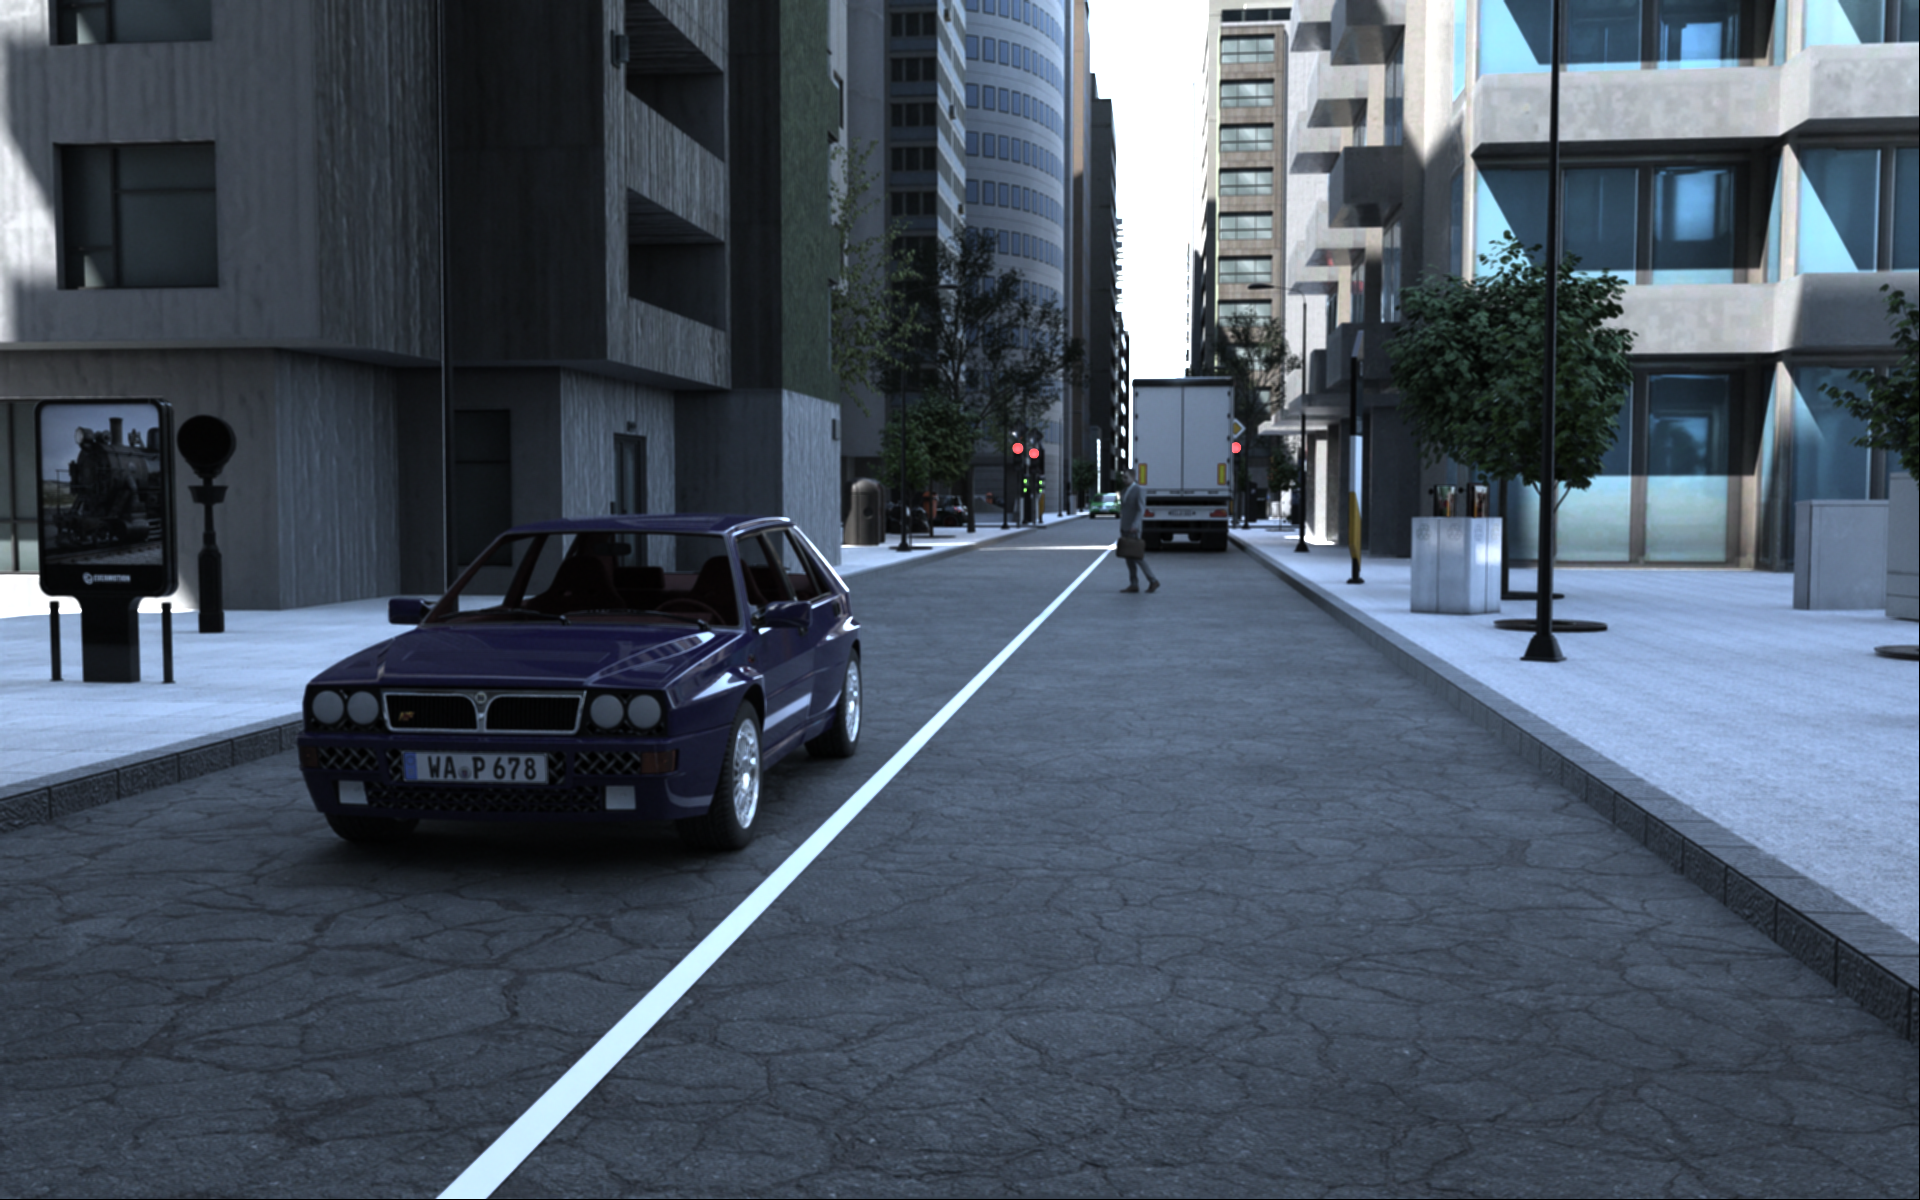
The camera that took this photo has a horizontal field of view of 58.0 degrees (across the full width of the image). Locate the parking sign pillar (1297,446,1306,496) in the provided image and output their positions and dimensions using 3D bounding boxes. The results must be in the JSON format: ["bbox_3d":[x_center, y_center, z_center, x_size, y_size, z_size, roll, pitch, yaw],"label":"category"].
[{"bbox_3d":[19.332,-6.573,95.934,1.447,3.967,1.447,1,4,16],"label":"parking sign pillar"}]

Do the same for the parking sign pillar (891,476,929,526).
[{"bbox_3d":[-1.877,-4.618,63.973,1.447,3.967,1.447,1,4,9],"label":"parking sign pillar"}]

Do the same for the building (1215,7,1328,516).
[{"bbox_3d":[22.790,-20.488,106.676,14.160,30.474,14.107,0,4,7],"label":"building"}]

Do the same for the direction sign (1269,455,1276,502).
[{"bbox_3d":[18.268,-6.622,100.263,0.876,3.537,0.379,-1,4,-12],"label":"direction sign"}]

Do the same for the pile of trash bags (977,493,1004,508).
[{"bbox_3d":[1.765,-5.816,104.850,1.912,1.369,3.447,0,4,-1],"label":"pile of trash bags"}]

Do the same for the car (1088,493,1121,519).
[{"bbox_3d":[8.579,-5.713,102.209,1.959,1.807,4.718,0,4,6],"label":"car"}]

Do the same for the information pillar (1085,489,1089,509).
[{"bbox_3d":[10.841,-8.755,147.636,0.304,2.012,0.304,0,4,-4],"label":"information pillar"}]

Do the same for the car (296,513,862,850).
[{"bbox_3d":[-1.568,0.264,8.272,1.945,1.354,3.894,0,4,6],"label":"car"}]

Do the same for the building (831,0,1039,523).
[{"bbox_3d":[-12.613,-24.055,85.175,32.217,40.220,23.993,0,4,7],"label":"building"}]

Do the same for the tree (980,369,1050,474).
[{"bbox_3d":[2.816,-9.115,99.389,4.737,8.622,4.395,0,3,0],"label":"tree"}]

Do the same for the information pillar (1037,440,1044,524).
[{"bbox_3d":[3.544,-5.140,75.387,0.183,3.616,0.504,-1,4,-17],"label":"information pillar"}]

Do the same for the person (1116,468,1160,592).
[{"bbox_3d":[2.504,-1.015,25.223,0.853,1.813,0.709,-2,4,-32],"label":"person"}]

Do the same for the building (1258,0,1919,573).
[{"bbox_3d":[19.619,-25.724,40.195,23.786,49.044,30.456,0,4,7],"label":"building"}]

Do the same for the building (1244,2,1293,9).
[{"bbox_3d":[33.600,-26.936,132.290,32.217,40.220,23.993,0,4,7],"label":"building"}]

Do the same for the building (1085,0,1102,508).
[{"bbox_3d":[3.656,-52.873,177.139,22.319,86.520,31.000,0,4,7],"label":"building"}]

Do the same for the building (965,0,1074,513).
[{"bbox_3d":[-3.289,-35.448,121.577,21.231,58.520,28.212,0,4,7],"label":"building"}]

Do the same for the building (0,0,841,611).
[{"bbox_3d":[-9.930,-15.457,24.418,14.160,30.474,14.107,0,4,7],"label":"building"}]

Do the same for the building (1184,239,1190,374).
[{"bbox_3d":[48.506,-38.764,288.409,22.147,44.769,28.867,0,4,7],"label":"building"}]

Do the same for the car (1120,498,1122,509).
[{"bbox_3d":[16.041,-9.228,162.873,2.014,1.417,4.499,1,4,9],"label":"car"}]

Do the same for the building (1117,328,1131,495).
[{"bbox_3d":[21.705,-31.957,294.198,14.160,30.474,14.107,0,4,7],"label":"building"}]

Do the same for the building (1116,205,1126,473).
[{"bbox_3d":[14.557,-39.878,271.619,23.786,49.044,30.456,0,4,7],"label":"building"}]

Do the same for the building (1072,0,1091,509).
[{"bbox_3d":[4.475,-30.916,155.584,14.600,45.320,14.200,0,4,7],"label":"building"}]

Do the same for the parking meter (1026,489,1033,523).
[{"bbox_3d":[3.070,-4.236,77.664,0.372,1.533,0.369,0,3,0],"label":"parking meter"}]

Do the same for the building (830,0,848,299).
[{"bbox_3d":[-18.659,-28.335,52.522,27.495,52.752,28.713,0,4,7],"label":"building"}]

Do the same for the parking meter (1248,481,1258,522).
[{"bbox_3d":[13.228,-4.436,78.237,0.399,1.863,0.255,0,4,-4],"label":"parking meter"}]

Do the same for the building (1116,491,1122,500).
[{"bbox_3d":[6.711,-33.827,244.951,32.217,40.220,23.993,0,4,7],"label":"building"}]

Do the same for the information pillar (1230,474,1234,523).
[{"bbox_3d":[12.015,-5.181,76.067,0.183,3.616,0.504,-1,4,-15],"label":"information pillar"}]

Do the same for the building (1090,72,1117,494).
[{"bbox_3d":[7.463,-35.510,204.283,21.300,48.544,21.600,0,4,7],"label":"building"}]

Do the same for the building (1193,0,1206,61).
[{"bbox_3d":[34.967,-39.145,182.023,21.231,58.520,28.212,0,4,7],"label":"building"}]

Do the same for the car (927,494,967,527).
[{"bbox_3d":[-1.649,-3.583,68.368,4.222,1.686,2.009,0,4,7],"label":"car"}]

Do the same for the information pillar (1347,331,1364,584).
[{"bbox_3d":[5.656,-2.041,24.727,0.183,3.616,0.504,2,4,24],"label":"information pillar"}]

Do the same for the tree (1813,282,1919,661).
[{"bbox_3d":[7.786,-1.148,13.376,1.663,3.219,1.824,0,3,0],"label":"tree"}]

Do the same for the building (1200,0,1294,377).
[{"bbox_3d":[32.877,-32.646,157.460,21.300,48.544,21.600,0,4,7],"label":"building"}]

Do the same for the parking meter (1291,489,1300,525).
[{"bbox_3d":[13.904,-3.872,71.712,0.372,1.533,0.369,0,3,0],"label":"parking meter"}]

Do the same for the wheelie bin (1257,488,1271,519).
[{"bbox_3d":[15.277,-4.869,87.520,0.980,1.594,0.693,2,4,33],"label":"wheelie bin"}]

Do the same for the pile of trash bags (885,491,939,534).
[{"bbox_3d":[-1.771,-2.877,56.787,1.912,1.369,3.447,2,4,32],"label":"pile of trash bags"}]

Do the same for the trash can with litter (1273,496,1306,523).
[{"bbox_3d":[14.981,-3.996,76.390,2.233,1.210,1.678,2,4,28],"label":"trash can with litter"}]

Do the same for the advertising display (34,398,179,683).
[{"bbox_3d":[-5.800,-0.402,11.783,0.974,1.923,0.123,1,4,10],"label":"advertising display"}]

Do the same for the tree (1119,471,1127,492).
[{"bbox_3d":[19.671,-14.411,219.341,4.285,4.588,4.351,0,3,0],"label":"tree"}]
